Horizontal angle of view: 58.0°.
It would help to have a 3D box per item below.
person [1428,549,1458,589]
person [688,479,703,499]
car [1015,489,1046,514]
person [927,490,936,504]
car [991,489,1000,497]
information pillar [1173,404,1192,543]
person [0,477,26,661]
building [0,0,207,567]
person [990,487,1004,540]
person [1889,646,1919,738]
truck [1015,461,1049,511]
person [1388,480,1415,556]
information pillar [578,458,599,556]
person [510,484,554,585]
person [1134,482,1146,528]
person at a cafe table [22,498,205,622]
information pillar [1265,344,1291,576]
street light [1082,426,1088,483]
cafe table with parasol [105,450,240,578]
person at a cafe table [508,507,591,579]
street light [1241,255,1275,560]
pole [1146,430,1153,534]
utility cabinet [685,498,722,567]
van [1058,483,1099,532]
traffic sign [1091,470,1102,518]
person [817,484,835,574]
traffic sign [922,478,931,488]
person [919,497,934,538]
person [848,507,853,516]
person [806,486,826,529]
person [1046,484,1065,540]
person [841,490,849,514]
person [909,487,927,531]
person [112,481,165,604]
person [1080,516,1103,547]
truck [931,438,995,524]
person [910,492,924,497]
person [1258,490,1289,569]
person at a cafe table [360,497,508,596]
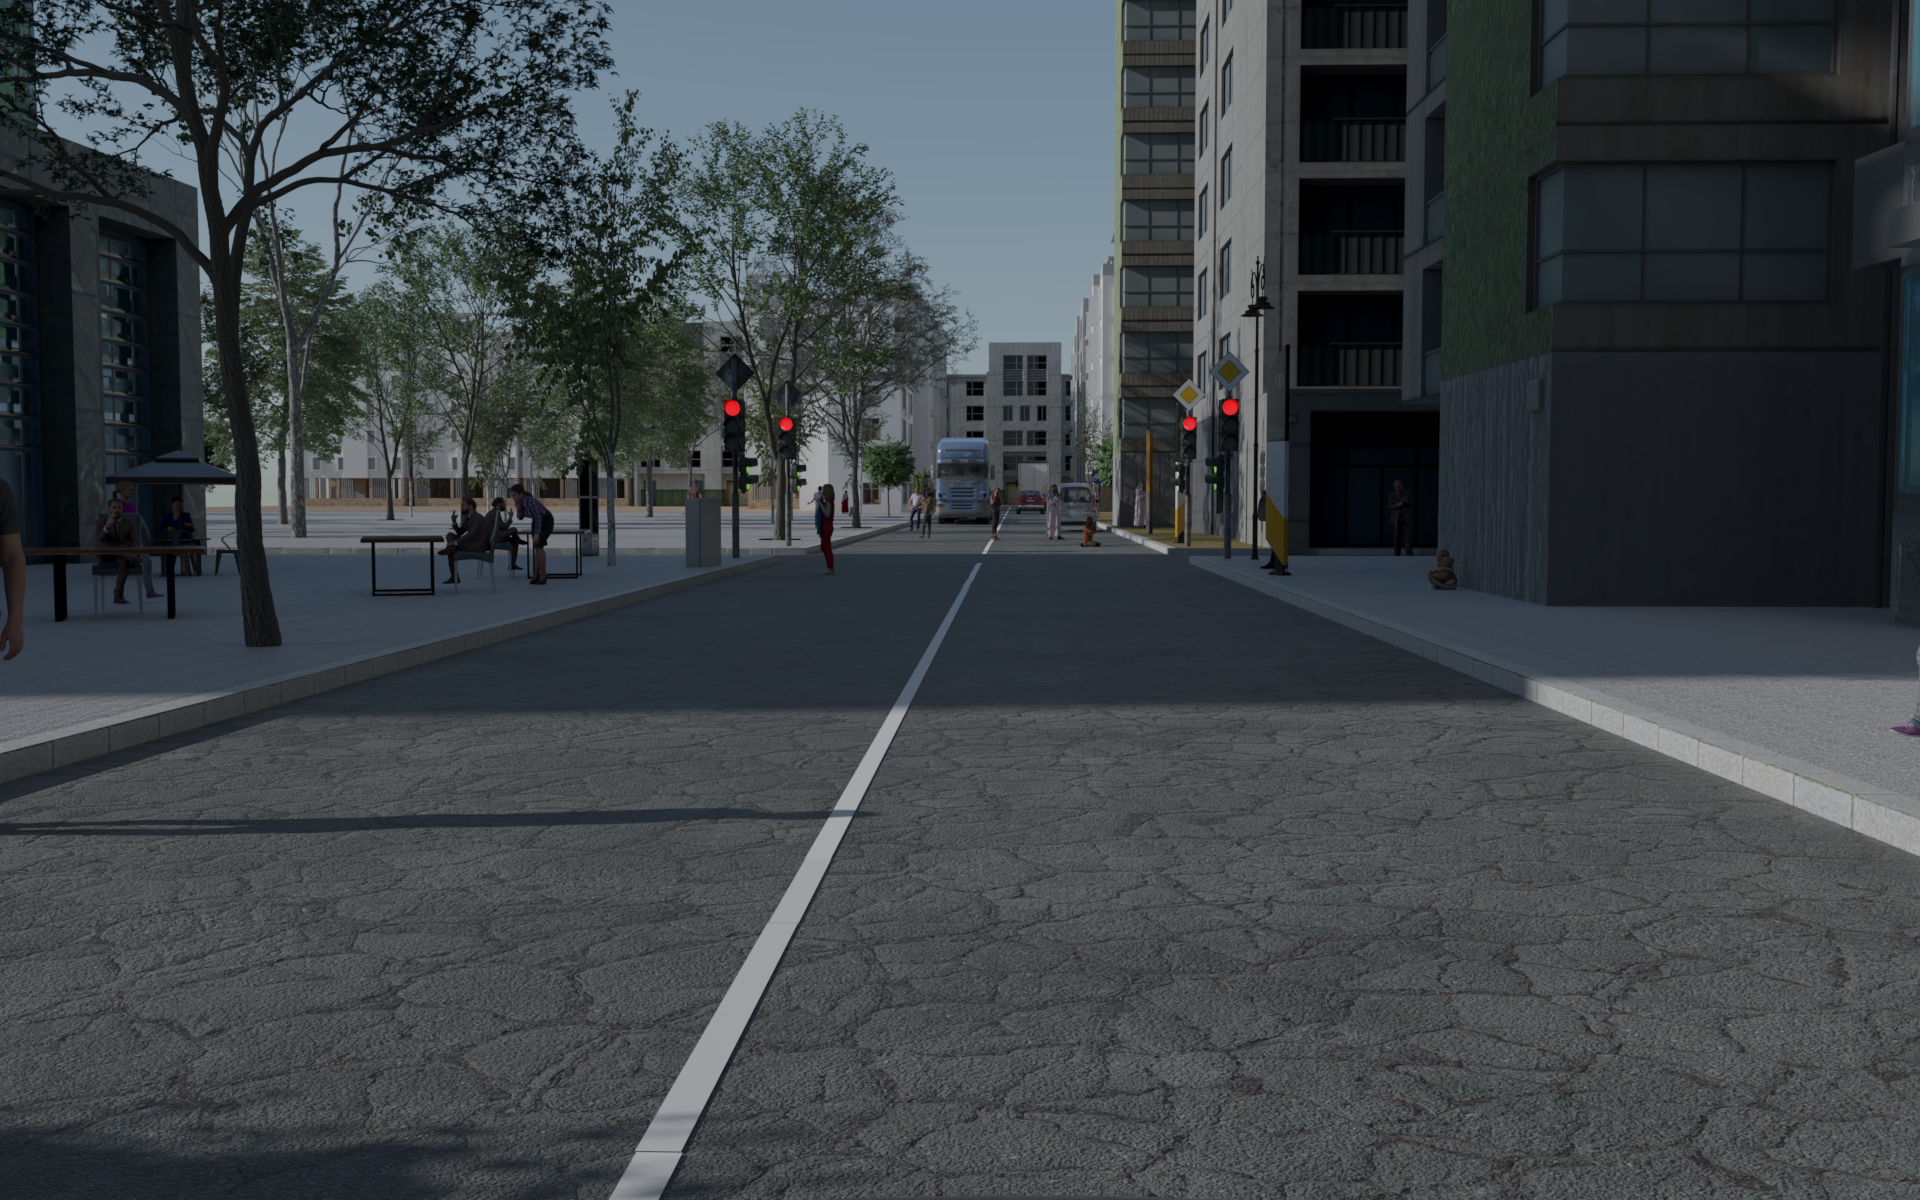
[{"bbox_3d":[6.476,-0.412,23.254,0.381,0.543,0.357,0,4,7],"label":"person"},{"bbox_3d":[-9.137,-3.299,60.117,0.598,1.807,0.434,2,4,31],"label":"person"},{"bbox_3d":[5.034,-7.031,123.630,2.281,1.827,5.304,0,4,3],"label":"car"},{"bbox_3d":[-2.414,-7.954,136.113,1.348,1.821,0.705,2,4,35],"label":"person"},{"bbox_3d":[1.427,-6.324,112.064,2.281,1.827,5.304,0,4,1],"label":"car"},{"bbox_3d":[5.827,-3.290,45.146,0.504,3.616,0.183,-2,4,-29],"label":"information pillar"},{"bbox_3d":[-4.271,0.082,7.282,0.598,1.807,0.434,-1,4,-22],"label":"person"},{"bbox_3d":[-31.874,-43.481,23.583,31.000,86.520,22.319,0,4,2],"label":"building"},{"bbox_3d":[1.153,-2.700,54.116,0.415,1.643,0.593,0,4,-5],"label":"person"},{"bbox_3d":[4.954,0.032,8.755,0.776,1.435,0.726,1,4,12],"label":"person"},{"bbox_3d":[6.294,-9.882,150.486,2.839,4.237,11.283,0,4,1],"label":"truck"},{"bbox_3d":[10.049,-1.847,39.380,0.565,1.739,0.600,-1,4,-9],"label":"person"},{"bbox_3d":[-7.658,-1.910,35.724,0.304,2.012,0.304,1,4,20],"label":"information pillar"},{"bbox_3d":[-6.030,-0.927,24.432,0.421,1.427,0.697,3,4,36],"label":"person"},{"bbox_3d":[6.779,-3.538,64.562,0.621,1.740,0.551,2,4,28],"label":"person"},{"bbox_3d":[-8.857,-0.449,18.201,1.698,1.238,1.726,-2,4,-23],"label":"person at a cafe table"},{"bbox_3d":[5.018,-2.200,27.333,0.183,3.616,0.504,-2,4,-27],"label":"information pillar"},{"bbox_3d":[8.410,-8.819,116.984,0.468,5.910,1.993,0,4,2],"label":"street light"},{"bbox_3d":[-12.239,-1.365,27.176,2.610,1.966,2.610,3,4,36],"label":"cafe table with parasol"},{"bbox_3d":[-6.607,-0.965,26.643,1.726,1.238,1.698,-1,4,-9],"label":"person at a cafe table"},{"bbox_3d":[5.773,-3.728,33.740,0.468,5.910,1.993,0,4,2],"label":"street light"},{"bbox_3d":[6.059,-3.761,55.337,0.158,3.312,0.155,0,3,0],"label":"pole"},{"bbox_3d":[-4.571,-1.203,30.830,0.306,1.237,1.020,1,4,14],"label":"utility cabinet"},{"bbox_3d":[4.433,-3.687,67.295,2.013,2.044,4.112,0,4,2],"label":"van"},{"bbox_3d":[7.279,-5.583,91.383,0.768,2.556,0.104,0,4,5],"label":"traffic sign"},{"bbox_3d":[-2.402,-1.268,30.934,0.444,1.614,0.593,2,4,27],"label":"person"},{"bbox_3d":[-2.135,-6.624,110.428,0.606,2.300,0.079,0,4,5],"label":"traffic sign"},{"bbox_3d":[-1.095,-2.689,56.372,0.435,1.345,0.340,-2,4,-32],"label":"person"},{"bbox_3d":[-6.210,-5.069,99.398,0.381,0.543,0.357,2,4,33],"label":"person"},{"bbox_3d":[-5.168,-3.420,63.912,0.963,1.587,0.435,-1,4,-14],"label":"person"},{"bbox_3d":[2.944,-2.756,54.228,0.621,1.740,0.551,3,5,42],"label":"person"},{"bbox_3d":[-7.444,-6.345,112.251,0.523,1.526,0.387,-1,4,-22],"label":"person"},{"bbox_3d":[-1.712,-3.587,68.092,0.756,1.711,0.436,2,4,31],"label":"person"},{"bbox_3d":[-9.606,-0.674,20.305,0.776,1.435,0.726,0,4,5],"label":"person"},{"bbox_3d":[3.608,-1.847,46.982,0.655,0.850,0.859,2,4,31],"label":"person"},{"bbox_3d":[0.391,-6.049,88.659,2.967,4.110,18.799,0,4,2],"label":"truck"},{"bbox_3d":[-2.968,-7.142,122.835,1.348,1.822,0.705,-1,4,-14],"label":"person"},{"bbox_3d":[5.369,-1.394,29.661,0.431,1.722,0.655,3,5,42],"label":"person"},{"bbox_3d":[-6.837,-0.708,22.437,1.726,1.238,1.698,-1,4,-18],"label":"person at a cafe table"}]
